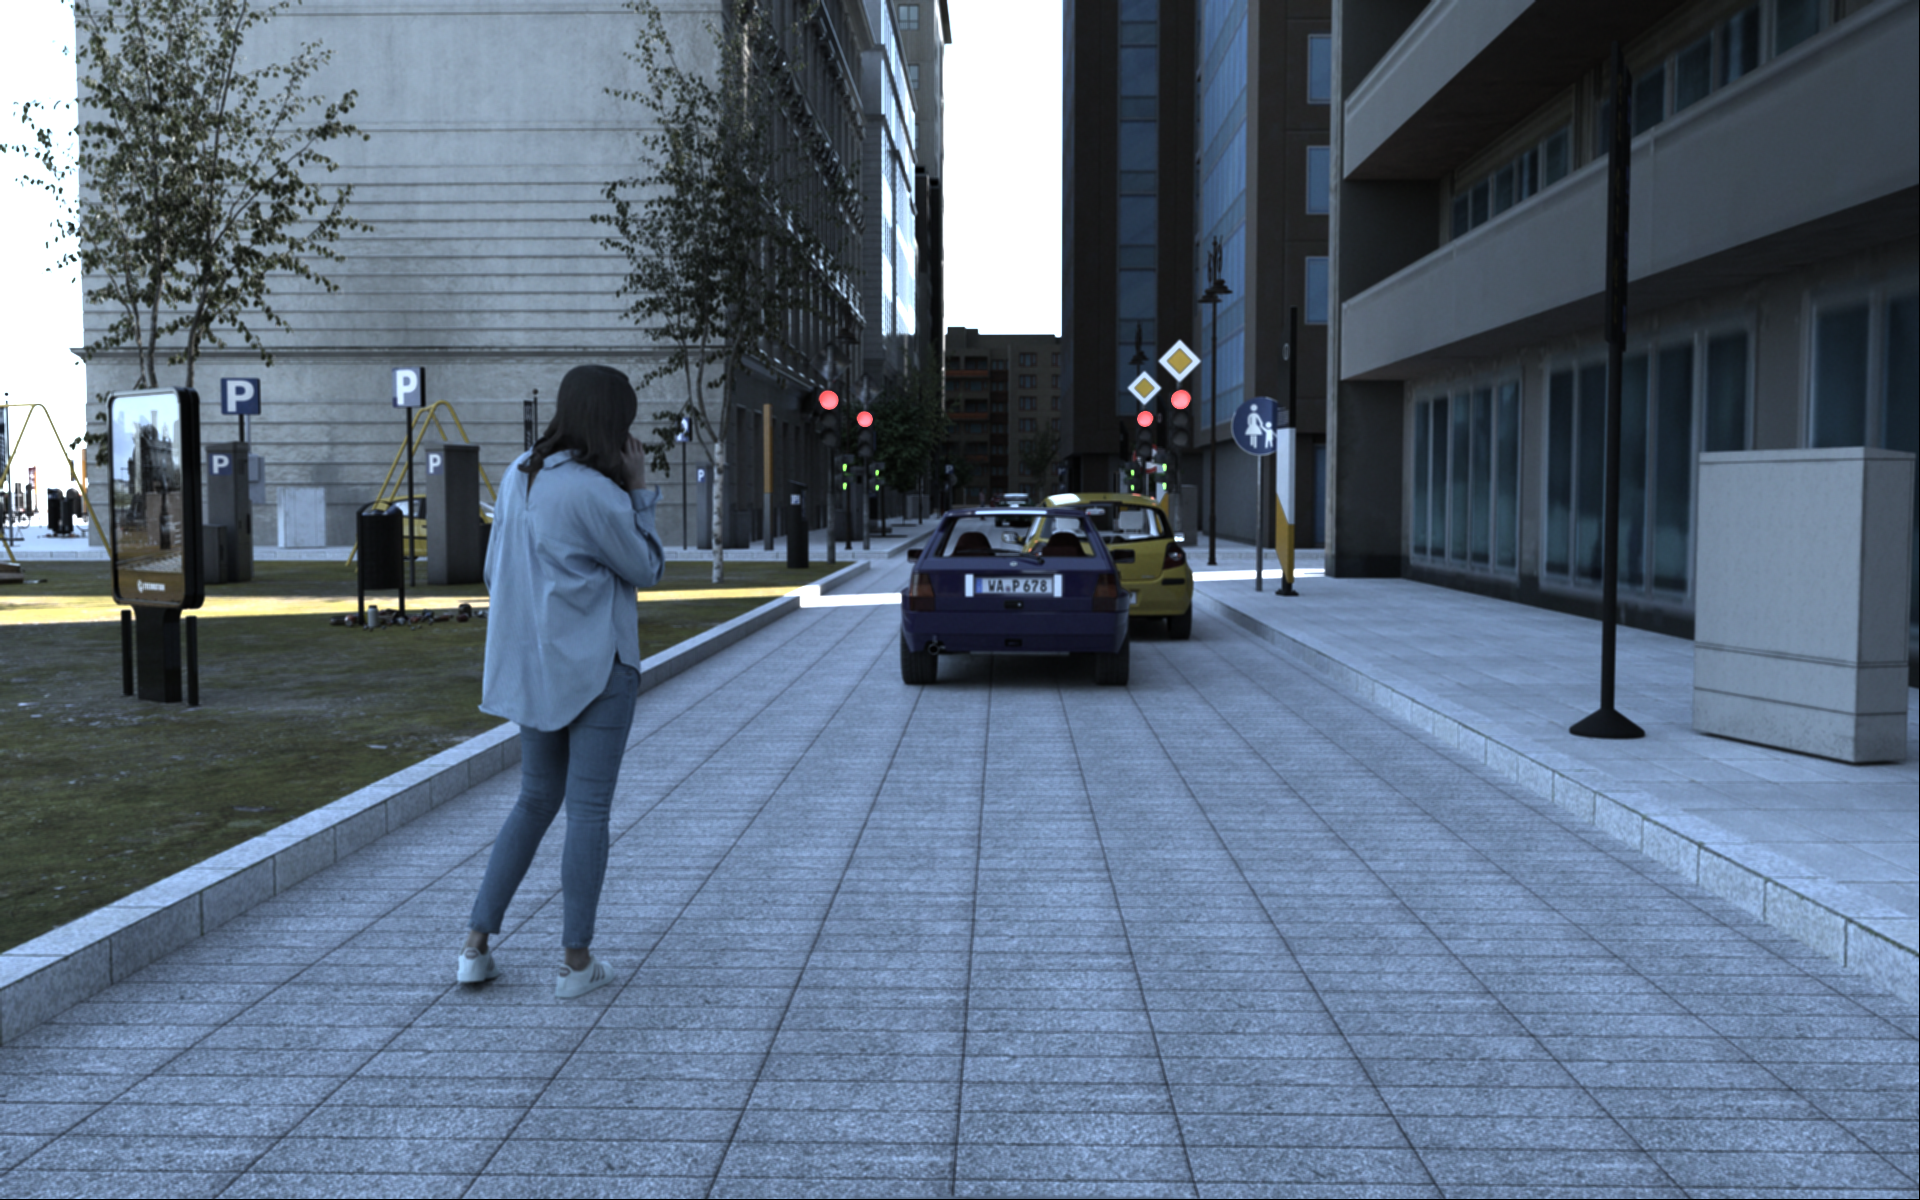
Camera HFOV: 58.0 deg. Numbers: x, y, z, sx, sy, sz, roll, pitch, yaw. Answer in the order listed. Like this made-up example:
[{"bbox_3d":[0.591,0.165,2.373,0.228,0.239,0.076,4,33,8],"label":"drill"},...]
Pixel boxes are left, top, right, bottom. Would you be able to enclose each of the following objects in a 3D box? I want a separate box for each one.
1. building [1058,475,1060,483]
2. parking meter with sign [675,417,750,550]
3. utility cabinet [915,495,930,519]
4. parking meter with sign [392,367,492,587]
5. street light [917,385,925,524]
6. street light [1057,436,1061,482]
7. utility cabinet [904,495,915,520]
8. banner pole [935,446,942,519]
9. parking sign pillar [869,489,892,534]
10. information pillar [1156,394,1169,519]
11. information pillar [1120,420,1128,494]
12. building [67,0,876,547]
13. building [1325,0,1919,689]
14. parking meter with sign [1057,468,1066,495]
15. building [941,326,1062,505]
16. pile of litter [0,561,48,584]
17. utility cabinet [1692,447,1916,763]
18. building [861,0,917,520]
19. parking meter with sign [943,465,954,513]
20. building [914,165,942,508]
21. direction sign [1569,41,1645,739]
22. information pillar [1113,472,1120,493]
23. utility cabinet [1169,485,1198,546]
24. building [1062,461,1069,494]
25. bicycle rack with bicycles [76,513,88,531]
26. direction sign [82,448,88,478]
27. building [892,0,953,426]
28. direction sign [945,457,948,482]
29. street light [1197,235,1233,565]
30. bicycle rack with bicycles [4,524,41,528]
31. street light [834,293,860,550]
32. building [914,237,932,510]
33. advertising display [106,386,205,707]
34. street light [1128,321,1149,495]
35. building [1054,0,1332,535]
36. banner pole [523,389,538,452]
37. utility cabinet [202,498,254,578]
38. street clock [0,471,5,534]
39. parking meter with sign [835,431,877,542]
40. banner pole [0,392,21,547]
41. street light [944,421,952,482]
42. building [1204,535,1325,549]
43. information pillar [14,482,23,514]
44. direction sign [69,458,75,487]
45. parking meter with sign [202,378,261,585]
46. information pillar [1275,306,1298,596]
[{"bbox_3d":[20.716,-45.172,176.817,20.563,71.187,20.611,0,4,2],"label":"building"},{"bbox_3d":[-5.699,-2.684,40.147,1.738,3.016,0.543,-3,5,-43],"label":"parking meter with sign"},{"bbox_3d":[-2.100,-4.849,90.443,1.020,1.237,0.306,2,4,26],"label":"utility cabinet"},{"bbox_3d":[-7.194,-1.736,24.645,0.543,3.016,1.738,2,4,29],"label":"parking meter with sign"},{"bbox_3d":[-1.686,-6.182,73.865,0.468,5.910,1.993,0,4,2],"label":"street light"},{"bbox_3d":[6.585,-8.614,113.628,0.468,5.910,1.993,0,4,2],"label":"street light"},{"bbox_3d":[-2.606,-4.595,86.295,0.306,1.237,1.020,-1,4,-12],"label":"utility cabinet"},{"bbox_3d":[-1.181,-6.107,89.858,0.401,3.779,0.863,-1,4,-15],"label":"banner pole"},{"bbox_3d":[-2.951,-4.183,56.863,1.447,3.967,1.447,0,4,-6],"label":"parking sign pillar"},{"bbox_3d":[4.735,-3.007,40.524,0.183,3.616,0.504,-1,4,-21],"label":"information pillar"},{"bbox_3d":[5.151,-3.864,54.529,0.183,3.616,0.504,-1,4,-18],"label":"information pillar"},{"bbox_3d":[-13.007,-17.523,62.917,17.030,29.872,44.131,0,4,2],"label":"building"},{"bbox_3d":[16.110,-23.935,15.040,21.300,48.544,21.600,0,4,2],"label":"building"},{"bbox_3d":[6.183,-6.653,105.039,0.543,3.016,1.738,0,4,2],"label":"parking meter with sign"},{"bbox_3d":[0.491,-22.552,213.758,28.899,21.520,27.650,0,4,2],"label":"building"},{"bbox_3d":[-13.927,-0.658,24.718,1.719,0.858,1.176,-2,4,-35],"label":"pile of litter"},{"bbox_3d":[4.212,-0.001,8.698,0.318,1.500,1.173,-1,4,-14],"label":"utility cabinet"},{"bbox_3d":[-8.784,-19.708,99.721,11.434,29.767,29.804,0,4,2],"label":"building"},{"bbox_3d":[-0.742,-6.551,103.373,0.543,3.016,1.738,0,4,-7],"label":"parking meter with sign"},{"bbox_3d":[-8.885,-23.260,152.004,14.160,30.474,14.107,0,4,2],"label":"building"},{"bbox_3d":[3.455,-1.049,9.145,0.379,3.537,0.876,2,4,25],"label":"direction sign"},{"bbox_3d":[5.222,-3.206,56.909,0.304,2.012,0.304,-1,4,-18],"label":"information pillar"},{"bbox_3d":[5.330,-2.051,42.213,0.318,1.500,1.173,3,5,44],"label":"utility cabinet"},{"bbox_3d":[17.530,-47.975,97.059,22.319,86.520,31.000,0,4,2],"label":"building"},{"bbox_3d":[-29.144,-2.868,60.277,2.925,0.926,2.852,-2,4,-27],"label":"bicycle rack with bicycles"},{"bbox_3d":[-42.604,-5.693,85.075,0.876,3.537,0.379,-1,4,-14],"label":"direction sign"},{"bbox_3d":[-14.894,-35.776,174.180,27.495,52.752,28.713,0,4,2],"label":"building"},{"bbox_3d":[-0.834,-6.934,105.372,0.379,3.537,0.876,-1,4,-9],"label":"direction sign"},{"bbox_3d":[4.564,-3.571,31.170,0.468,5.910,1.993,0,4,2],"label":"street light"},{"bbox_3d":[-35.923,-3.157,65.007,2.925,0.926,2.852,1,4,20],"label":"bicycle rack with bicycles"},{"bbox_3d":[-2.581,-4.107,39.939,0.468,5.910,1.993,0,4,2],"label":"street light"},{"bbox_3d":[-16.530,-17.439,130.170,27.650,21.520,28.899,0,4,2],"label":"building"},{"bbox_3d":[-4.974,-0.336,10.709,0.974,1.923,0.123,3,5,40],"label":"advertising display"},{"bbox_3d":[4.765,-4.499,46.350,0.468,5.910,1.993,0,4,2],"label":"street light"},{"bbox_3d":[10.984,-25.396,65.329,14.600,45.320,14.200,0,4,2],"label":"building"},{"bbox_3d":[-10.140,-3.121,41.047,0.401,3.779,0.863,1,4,11],"label":"banner pole"},{"bbox_3d":[-11.375,-0.937,26.478,1.020,1.237,0.306,0,4,-4],"label":"utility cabinet"},{"bbox_3d":[-30.662,-3.100,55.258,0.471,2.002,0.358,3,4,38],"label":"street clock"},{"bbox_3d":[-2.914,-3.119,47.258,0.543,3.016,1.738,2,4,25],"label":"parking meter with sign"},{"bbox_3d":[-23.440,-3.213,42.545,0.863,3.779,0.401,3,5,44],"label":"banner pole"},{"bbox_3d":[-0.772,-8.241,107.536,0.468,5.910,1.993,0,4,2],"label":"street light"},{"bbox_3d":[14.092,-24.183,45.506,14.200,45.320,14.600,0,4,2],"label":"building"},{"bbox_3d":[-56.806,-6.116,104.484,0.304,2.012,0.304,1,4,9],"label":"information pillar"},{"bbox_3d":[-56.539,-7.239,110.356,0.379,3.537,0.876,-1,4,-9],"label":"direction sign"},{"bbox_3d":[-10.716,-1.775,25.282,0.543,3.016,1.738,0,4,-6],"label":"parking meter with sign"},{"bbox_3d":[4.125,-1.868,21.894,0.183,3.616,0.504,-1,4,-9],"label":"information pillar"}]
